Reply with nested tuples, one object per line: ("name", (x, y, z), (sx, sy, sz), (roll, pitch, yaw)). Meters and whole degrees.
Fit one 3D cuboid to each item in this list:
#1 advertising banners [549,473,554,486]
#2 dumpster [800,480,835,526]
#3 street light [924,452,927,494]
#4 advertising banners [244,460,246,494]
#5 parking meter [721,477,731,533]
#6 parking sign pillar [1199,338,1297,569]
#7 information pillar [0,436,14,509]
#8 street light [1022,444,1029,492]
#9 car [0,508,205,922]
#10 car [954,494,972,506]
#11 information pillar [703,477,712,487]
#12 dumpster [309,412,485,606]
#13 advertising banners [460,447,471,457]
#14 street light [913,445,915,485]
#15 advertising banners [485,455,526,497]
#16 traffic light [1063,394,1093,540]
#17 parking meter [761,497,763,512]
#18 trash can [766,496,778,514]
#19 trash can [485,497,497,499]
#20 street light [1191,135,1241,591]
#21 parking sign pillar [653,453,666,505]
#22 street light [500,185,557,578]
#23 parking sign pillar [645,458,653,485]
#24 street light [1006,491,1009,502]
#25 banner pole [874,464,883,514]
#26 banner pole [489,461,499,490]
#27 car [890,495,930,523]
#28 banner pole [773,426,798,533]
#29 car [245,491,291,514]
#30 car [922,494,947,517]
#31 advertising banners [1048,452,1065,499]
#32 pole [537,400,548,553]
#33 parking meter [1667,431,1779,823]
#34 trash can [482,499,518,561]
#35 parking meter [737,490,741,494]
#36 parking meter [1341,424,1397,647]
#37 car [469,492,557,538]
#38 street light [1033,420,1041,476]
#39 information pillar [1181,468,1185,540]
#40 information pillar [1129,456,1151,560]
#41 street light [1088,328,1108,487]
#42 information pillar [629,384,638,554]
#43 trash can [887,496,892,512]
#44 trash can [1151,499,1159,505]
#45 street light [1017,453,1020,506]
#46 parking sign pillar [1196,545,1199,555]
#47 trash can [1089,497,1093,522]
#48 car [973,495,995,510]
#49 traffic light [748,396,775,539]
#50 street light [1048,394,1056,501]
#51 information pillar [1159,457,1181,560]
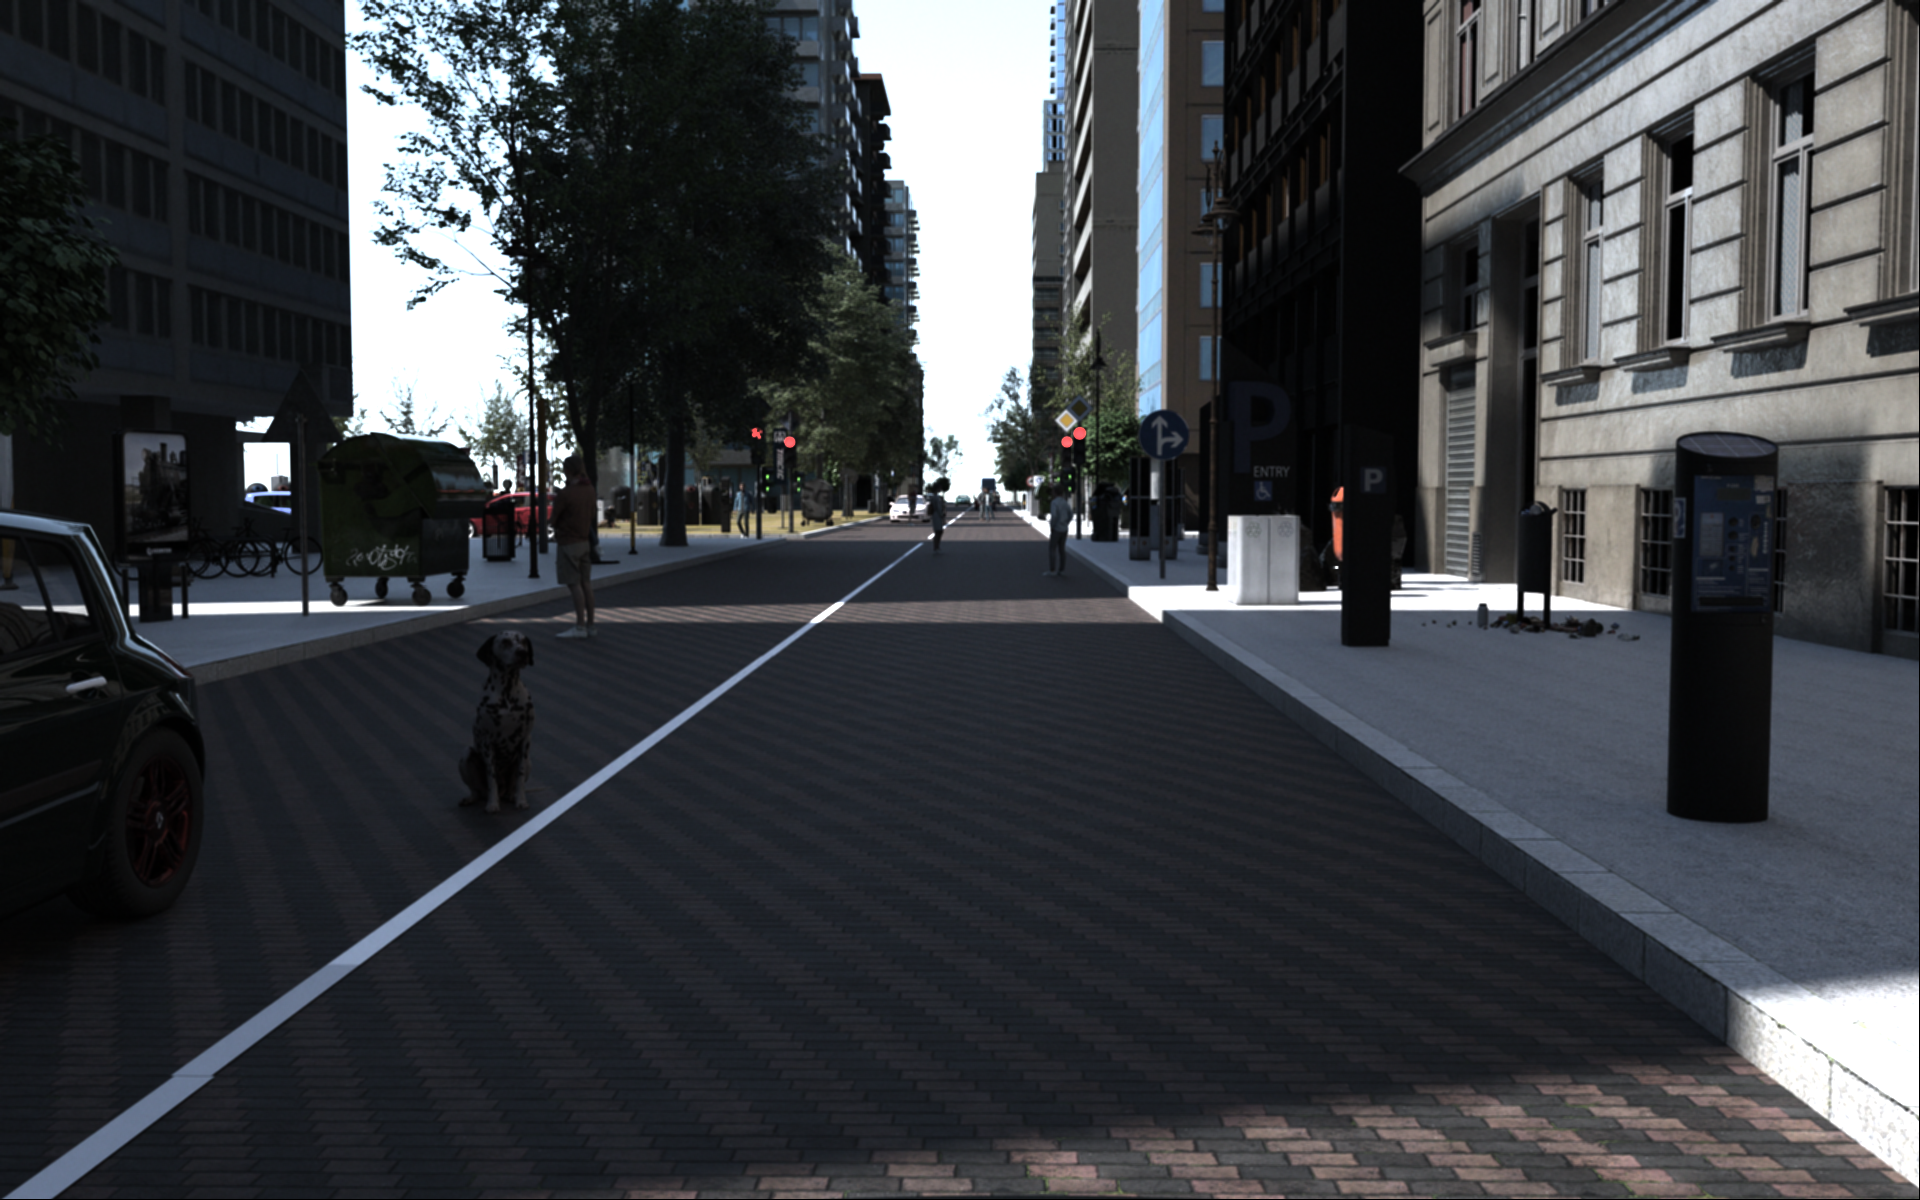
("advertising banners", (-28.738, -7.536, 119.405), (0.090, 3.025, 2.074), (3, 4, 36))
("dumpster", (-5.739, -3.904, 69.583), (1.264, 1.857, 1.865), (0, 4, 1))
("street light", (-3.719, -13.004, 185.398), (0.468, 5.910, 1.993), (0, 4, 1))
("advertising banners", (-35.832, -5.627, 88.186), (2.074, 3.025, 0.090), (-1, 4, -21))
("parking meter", (-7.790, -3.173, 57.596), (0.255, 1.863, 0.399), (0, 4, 3))
("parking sign pillar", (5.183, -2.548, 30.133), (1.447, 3.967, 1.447), (-1, 4, -17))
("information pillar", (-12.807, -1.950, 23.240), (0.183, 3.616, 0.504), (-1, 4, -20))
("street light", (5.125, -9.711, 131.562), (0.468, 5.910, 1.993), (0, 4, 1))
("car", (-3.616, 0.320, 4.555), (2.009, 1.686, 4.222), (0, 4, 2))
("car", (0.373, -11.899, 206.339), (2.131, 1.459, 4.920), (0, 4, 1))
("information pillar", (-11.186, -4.420, 76.756), (0.304, 2.012, 0.304), (3, 4, 38))
("dumpster", (-6.641, -1.102, 20.510), (1.502, 2.255, 1.985), (0, 4, 1))
("advertising banners", (-18.807, -4.133, 63.763), (0.090, 3.025, 2.074), (3, 4, 36))
("street light", (-4.306, -11.438, 159.793), (0.468, 5.910, 1.993), (0, 4, 1))
("advertising banners", (-20.152, -4.922, 76.661), (2.074, 3.025, 0.090), (-1, 4, -17))
("traffic light", (3.336, -3.662, 48.800), (0.839, 4.253, 0.868), (0, 4, 1))
("parking meter", (-14.537, -7.346, 125.820), (0.255, 1.863, 0.399), (2, 4, 30))
("trash can", (-12.384, -6.266, 114.096), (0.748, 1.137, 0.748), (0, 3, 0))
("trash can", (-20.323, -3.847, 74.544), (0.748, 1.137, 0.748), (0, 3, 0))
("street light", (3.345, -3.059, 22.795), (0.468, 5.910, 1.993), (0, 4, 1))
("parking sign pillar", (-14.733, -6.106, 88.307), (1.447, 3.967, 1.447), (-1, 4, -14))
("street light", (-6.522, -3.275, 26.337), (0.468, 5.910, 1.993), (0, 4, 1))
("parking sign pillar", (-22.490, -8.486, 127.215), (1.447, 3.967, 1.447), (-3, 5, -44))
("street light", (7.486, -17.925, 265.853), (0.468, 5.910, 1.993), (0, 4, 1))
("banner pole", (-5.123, -7.318, 109.671), (0.863, 3.779, 0.401), (2, 4, 32))
("banner pole", (-34.593, -8.462, 128.378), (0.863, 3.779, 0.401), (-2, 4, -26))
("car", (-2.495, -4.615, 87.813), (2.083, 1.381, 4.827), (0, 4, 2))
("banner pole", (-5.834, -4.141, 57.729), (0.863, 3.779, 0.401), (0, 4, 5))
("car", (-20.713, -2.725, 54.146), (3.694, 1.707, 1.945), (0, 4, 1))
("car", (-1.802, -6.035, 108.456), (2.009, 1.686, 4.222), (0, 4, 3))
("advertising banners", (4.132, -4.712, 73.221), (0.090, 3.025, 2.074), (2, 4, 27))
("pole", (-9.033, -2.668, 37.457), (0.158, 3.312, 0.155), (0, 3, 0))
("parking meter", (3.029, 0.093, 6.883), (0.372, 1.533, 0.369), (0, 3, 0))
("trash can", (-8.831, -1.315, 33.156), (0.748, 1.137, 0.748), (0, 3, 0))
("parking meter", (-14.329, -6.396, 112.986), (0.372, 1.533, 0.369), (0, 3, 0))
("parking meter", (3.452, -0.545, 14.628), (0.399, 1.863, 0.255), (0, 4, -6))
("car", (-13.519, -2.669, 52.684), (4.494, 1.783, 2.155), (0, 4, 2))
("street light", (4.708, -8.145, 105.957), (0.468, 5.910, 1.993), (0, 4, 1))
("information pillar", (6.059, -2.666, 48.088), (0.304, 2.012, 0.304), (1, 4, 22))
("information pillar", (3.493, -1.779, 33.575), (0.304, 2.012, 0.304), (-2, 4, -31))
("street light", (3.844, -4.626, 48.427), (0.468, 5.910, 1.993), (0, 4, 1))
("information pillar", (-6.998, -2.791, 36.980), (0.183, 3.616, 0.504), (-1, 4, -9))
("trash can", (-5.179, -6.838, 123.456), (0.748, 1.137, 0.748), (0, 3, 0))
("trash can", (5.183, -2.234, 48.172), (0.748, 1.137, 0.748), (0, 3, 0))
("street light", (5.630, -11.215, 156.146), (0.468, 5.910, 1.993), (0, 4, 1))
("parking sign pillar", (5.759, -2.952, 36.743), (1.447, 3.967, 1.447), (2, 4, 26))
("trash can", (6.259, -4.115, 78.930), (0.748, 1.137, 0.748), (0, 3, 0))
("car", (2.259, -9.009, 156.339), (2.155, 1.783, 4.494), (0, 4, 2))
("traffic light", (-5.674, -3.671, 48.938), (0.839, 4.253, 0.868), (0, 4, 1))
("street light", (4.342, -6.591, 80.544), (0.468, 5.910, 1.993), (0, 4, 1))
("information pillar", (4.089, -1.804, 33.988), (0.304, 2.012, 0.304), (1, 4, 21))
